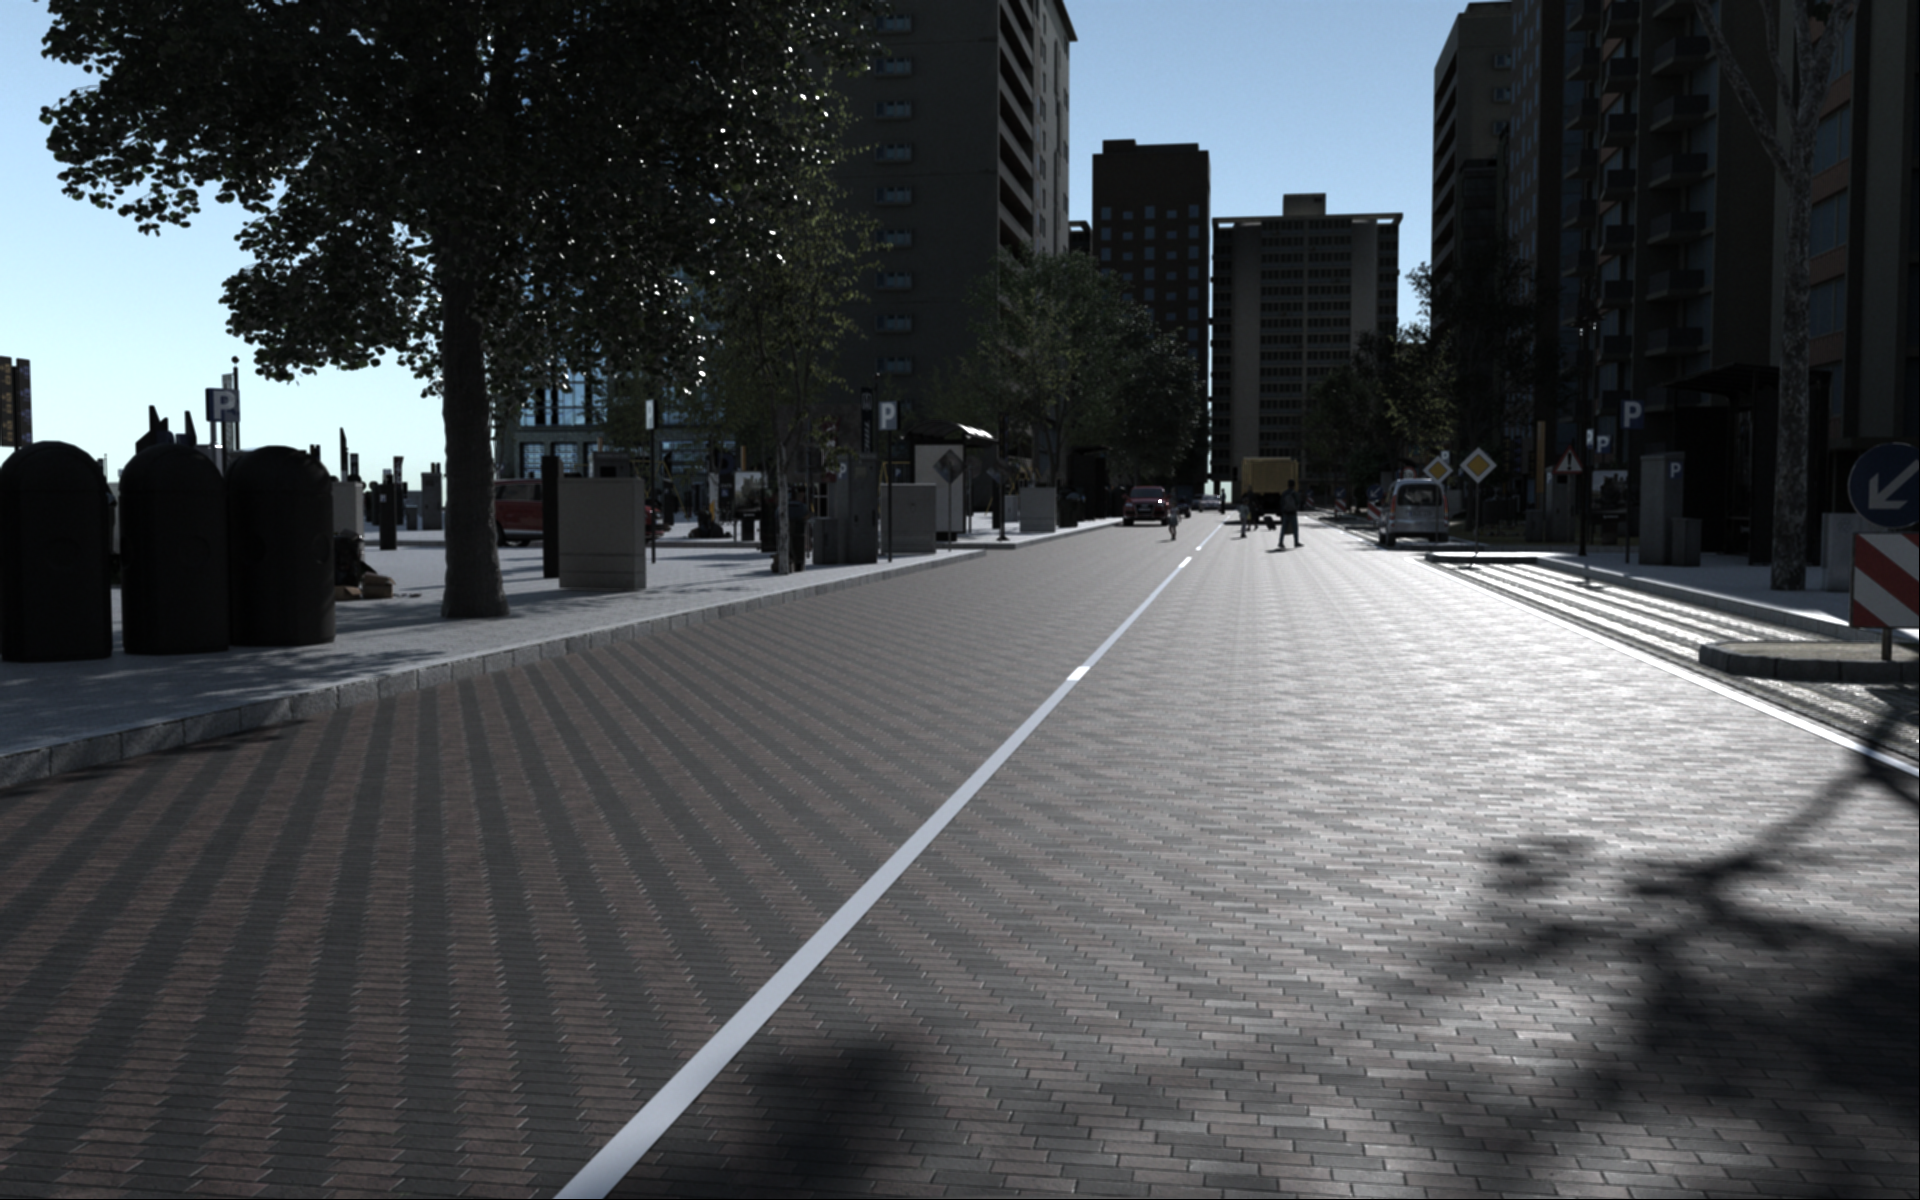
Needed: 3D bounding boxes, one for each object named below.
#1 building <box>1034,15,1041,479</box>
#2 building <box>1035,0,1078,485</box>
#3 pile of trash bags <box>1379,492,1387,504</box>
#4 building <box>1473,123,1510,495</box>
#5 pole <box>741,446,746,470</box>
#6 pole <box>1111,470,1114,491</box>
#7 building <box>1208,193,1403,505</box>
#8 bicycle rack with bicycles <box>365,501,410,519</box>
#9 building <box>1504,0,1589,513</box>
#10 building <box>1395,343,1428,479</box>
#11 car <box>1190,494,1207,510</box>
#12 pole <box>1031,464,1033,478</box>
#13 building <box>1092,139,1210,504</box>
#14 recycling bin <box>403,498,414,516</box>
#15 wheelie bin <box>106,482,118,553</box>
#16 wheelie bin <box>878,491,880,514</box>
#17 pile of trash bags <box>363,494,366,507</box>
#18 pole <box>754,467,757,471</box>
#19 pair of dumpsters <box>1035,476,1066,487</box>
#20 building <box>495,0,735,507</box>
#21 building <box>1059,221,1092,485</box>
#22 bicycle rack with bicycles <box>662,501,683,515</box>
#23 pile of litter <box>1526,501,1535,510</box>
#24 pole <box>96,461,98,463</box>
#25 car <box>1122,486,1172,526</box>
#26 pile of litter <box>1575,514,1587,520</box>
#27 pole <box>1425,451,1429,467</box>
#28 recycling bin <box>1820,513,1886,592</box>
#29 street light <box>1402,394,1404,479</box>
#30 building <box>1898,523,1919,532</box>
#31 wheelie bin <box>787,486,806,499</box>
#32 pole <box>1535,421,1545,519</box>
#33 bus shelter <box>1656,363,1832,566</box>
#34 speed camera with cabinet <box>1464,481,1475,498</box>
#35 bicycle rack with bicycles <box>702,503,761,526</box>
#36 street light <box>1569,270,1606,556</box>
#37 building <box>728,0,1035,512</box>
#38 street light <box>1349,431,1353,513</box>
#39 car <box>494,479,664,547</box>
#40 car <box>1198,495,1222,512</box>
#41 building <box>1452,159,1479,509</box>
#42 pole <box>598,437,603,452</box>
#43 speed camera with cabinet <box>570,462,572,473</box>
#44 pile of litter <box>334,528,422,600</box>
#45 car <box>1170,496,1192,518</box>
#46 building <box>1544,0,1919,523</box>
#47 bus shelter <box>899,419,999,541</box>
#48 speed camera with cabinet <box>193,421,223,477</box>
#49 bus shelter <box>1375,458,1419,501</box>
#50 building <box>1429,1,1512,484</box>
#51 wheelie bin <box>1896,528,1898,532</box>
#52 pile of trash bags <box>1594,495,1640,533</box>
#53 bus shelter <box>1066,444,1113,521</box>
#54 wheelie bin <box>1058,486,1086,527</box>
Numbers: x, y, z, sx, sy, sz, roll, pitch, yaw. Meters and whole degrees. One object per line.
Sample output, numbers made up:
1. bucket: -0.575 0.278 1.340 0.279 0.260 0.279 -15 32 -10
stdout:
1. building: -0.714 -30.661 151.418 14.600 45.320 14.200 1 4 9
2. building: -3.324 -35.823 174.944 27.495 52.752 28.713 1 4 9
3. pile of trash bags: 23.240 -5.130 93.620 1.912 1.369 3.447 1 4 22
4. building: 49.208 -22.336 136.898 14.160 30.474 14.107 1 4 9
5. pole: -9.138 -4.851 73.153 0.158 3.312 0.155 0 3 0
6. pole: 10.655 -7.771 120.892 0.158 3.312 0.155 0 3 0
7. building: 44.812 -32.716 226.793 23.993 40.220 32.217 1 4 9
8. bicycle rack with bicycles: -29.186 -4.582 88.293 2.852 0.926 2.925 0 4 4
9. building: 46.955 -28.892 122.497 14.600 45.320 14.200 1 4 9
10. building: 70.536 -22.986 220.868 28.899 21.520 27.650 1 4 9
11. car: 21.369 -8.626 153.032 2.014 1.417 4.499 1 4 11
12. pole: 4.797 -7.444 115.553 0.158 3.312 0.155 0 3 0
13. building: 24.555 -34.935 221.301 14.200 45.320 14.600 1 4 9
14. recycling bin: -33.181 -5.576 103.723 0.722 1.027 0.722 2 4 34
15. wheelie bin: -15.872 -1.453 31.657 0.980 1.594 0.693 1 4 12
16. wheelie bin: -4.876 -6.291 110.768 0.980 1.594 0.693 2 4 29
17. pile of trash bags: -35.773 -5.586 101.089 1.912 1.369 3.447 3 4 38
18. pole: -14.597 -7.953 123.866 0.158 3.312 0.155 0 3 0
19. pair of dumpsters: 4.704 -5.358 90.099 1.574 2.255 4.437 1 4 10
20. building: -32.860 -53.106 180.952 31.000 86.520 22.319 1 4 9
21. building: 6.529 -33.091 232.925 23.993 40.220 32.217 1 4 9
22. bicycle rack with bicycles: -18.438 -5.808 108.339 2.852 0.926 2.925 -1 4 -14
23. pile of litter: 33.936 -5.407 102.370 1.176 0.858 1.719 0 4 0
24. pole: -53.231 -6.907 106.774 0.158 3.312 0.155 0 3 0
25. car: 8.637 -4.351 79.817 2.281 1.827 5.304 1 4 9
26. pile of litter: 31.279 -4.412 86.101 1.719 0.858 1.176 -1 4 -15
27. pole: 21.927 -5.352 81.344 0.158 3.312 0.155 0 3 0
28. recycling bin: 11.817 -0.631 22.870 0.722 1.027 0.722 1 4 18
29. street light: 19.903 -6.425 77.839 0.468 5.910 1.993 1 4 9
30. building: 43.012 -24.758 59.422 28.867 44.769 22.147 1 4 9
31. wheelie bin: -6.355 -3.700 68.395 0.980 1.594 0.693 -1 4 -11
32. pole: 16.238 -3.341 48.471 0.158 3.312 0.155 0 3 0
33. bus shelter: 15.178 -2.606 33.894 1.731 3.624 6.357 1 4 10
34. speed camera with cabinet: 32.407 -7.225 112.458 2.038 3.252 0.660 1 4 12
35. bicycle rack with bicycles: -9.402 -3.558 71.558 2.852 0.926 2.925 -1 4 -17
36. street light: 12.945 -3.857 35.842 0.468 5.910 1.993 1 4 9
37. building: -6.106 -31.215 134.074 21.300 48.544 21.600 1 4 9
38. street light: 26.574 -8.867 117.763 0.468 5.910 1.993 1 4 9
39. car: -10.074 -2.131 43.519 5.304 1.827 2.281 0 4 8
40. car: 20.108 -7.739 138.897 2.083 1.381 4.827 0 4 8
41. building: 50.158 -23.200 151.016 14.160 30.474 14.107 1 4 9
42. pole: -12.965 -4.199 62.495 0.158 3.312 0.155 0 3 0
43. speed camera with cabinet: -24.287 -6.835 106.082 0.660 3.252 2.038 -3 4 -38
44. pile of litter: -7.491 -0.450 21.325 1.719 0.858 1.176 -1 4 -17
45. car: 13.086 -5.653 105.014 1.945 1.354 3.894 1 4 9
46. building: 47.369 -27.223 99.715 22.147 44.769 28.867 1 4 9
47. bus shelter: -0.195 -3.403 49.561 2.014 3.302 5.546 1 4 10
48. speed camera with cabinet: -14.061 -2.373 33.132 0.660 3.252 2.038 0 4 7
49. bus shelter: 24.939 -6.423 98.946 2.014 3.302 5.546 1 4 10
50. building: 57.629 -33.262 167.536 21.300 48.544 21.600 1 4 9
51. wheelie bin: 25.651 -2.457 48.088 0.693 1.594 0.980 -1 4 -21
52. pile of trash bags: 21.846 -2.810 55.698 1.912 1.369 3.447 -3 5 -42
53. bus shelter: 6.405 -5.740 85.136 1.731 3.624 6.357 1 4 10
54. wheelie bin: 4.165 -3.602 66.800 0.980 1.594 0.693 2 4 28
